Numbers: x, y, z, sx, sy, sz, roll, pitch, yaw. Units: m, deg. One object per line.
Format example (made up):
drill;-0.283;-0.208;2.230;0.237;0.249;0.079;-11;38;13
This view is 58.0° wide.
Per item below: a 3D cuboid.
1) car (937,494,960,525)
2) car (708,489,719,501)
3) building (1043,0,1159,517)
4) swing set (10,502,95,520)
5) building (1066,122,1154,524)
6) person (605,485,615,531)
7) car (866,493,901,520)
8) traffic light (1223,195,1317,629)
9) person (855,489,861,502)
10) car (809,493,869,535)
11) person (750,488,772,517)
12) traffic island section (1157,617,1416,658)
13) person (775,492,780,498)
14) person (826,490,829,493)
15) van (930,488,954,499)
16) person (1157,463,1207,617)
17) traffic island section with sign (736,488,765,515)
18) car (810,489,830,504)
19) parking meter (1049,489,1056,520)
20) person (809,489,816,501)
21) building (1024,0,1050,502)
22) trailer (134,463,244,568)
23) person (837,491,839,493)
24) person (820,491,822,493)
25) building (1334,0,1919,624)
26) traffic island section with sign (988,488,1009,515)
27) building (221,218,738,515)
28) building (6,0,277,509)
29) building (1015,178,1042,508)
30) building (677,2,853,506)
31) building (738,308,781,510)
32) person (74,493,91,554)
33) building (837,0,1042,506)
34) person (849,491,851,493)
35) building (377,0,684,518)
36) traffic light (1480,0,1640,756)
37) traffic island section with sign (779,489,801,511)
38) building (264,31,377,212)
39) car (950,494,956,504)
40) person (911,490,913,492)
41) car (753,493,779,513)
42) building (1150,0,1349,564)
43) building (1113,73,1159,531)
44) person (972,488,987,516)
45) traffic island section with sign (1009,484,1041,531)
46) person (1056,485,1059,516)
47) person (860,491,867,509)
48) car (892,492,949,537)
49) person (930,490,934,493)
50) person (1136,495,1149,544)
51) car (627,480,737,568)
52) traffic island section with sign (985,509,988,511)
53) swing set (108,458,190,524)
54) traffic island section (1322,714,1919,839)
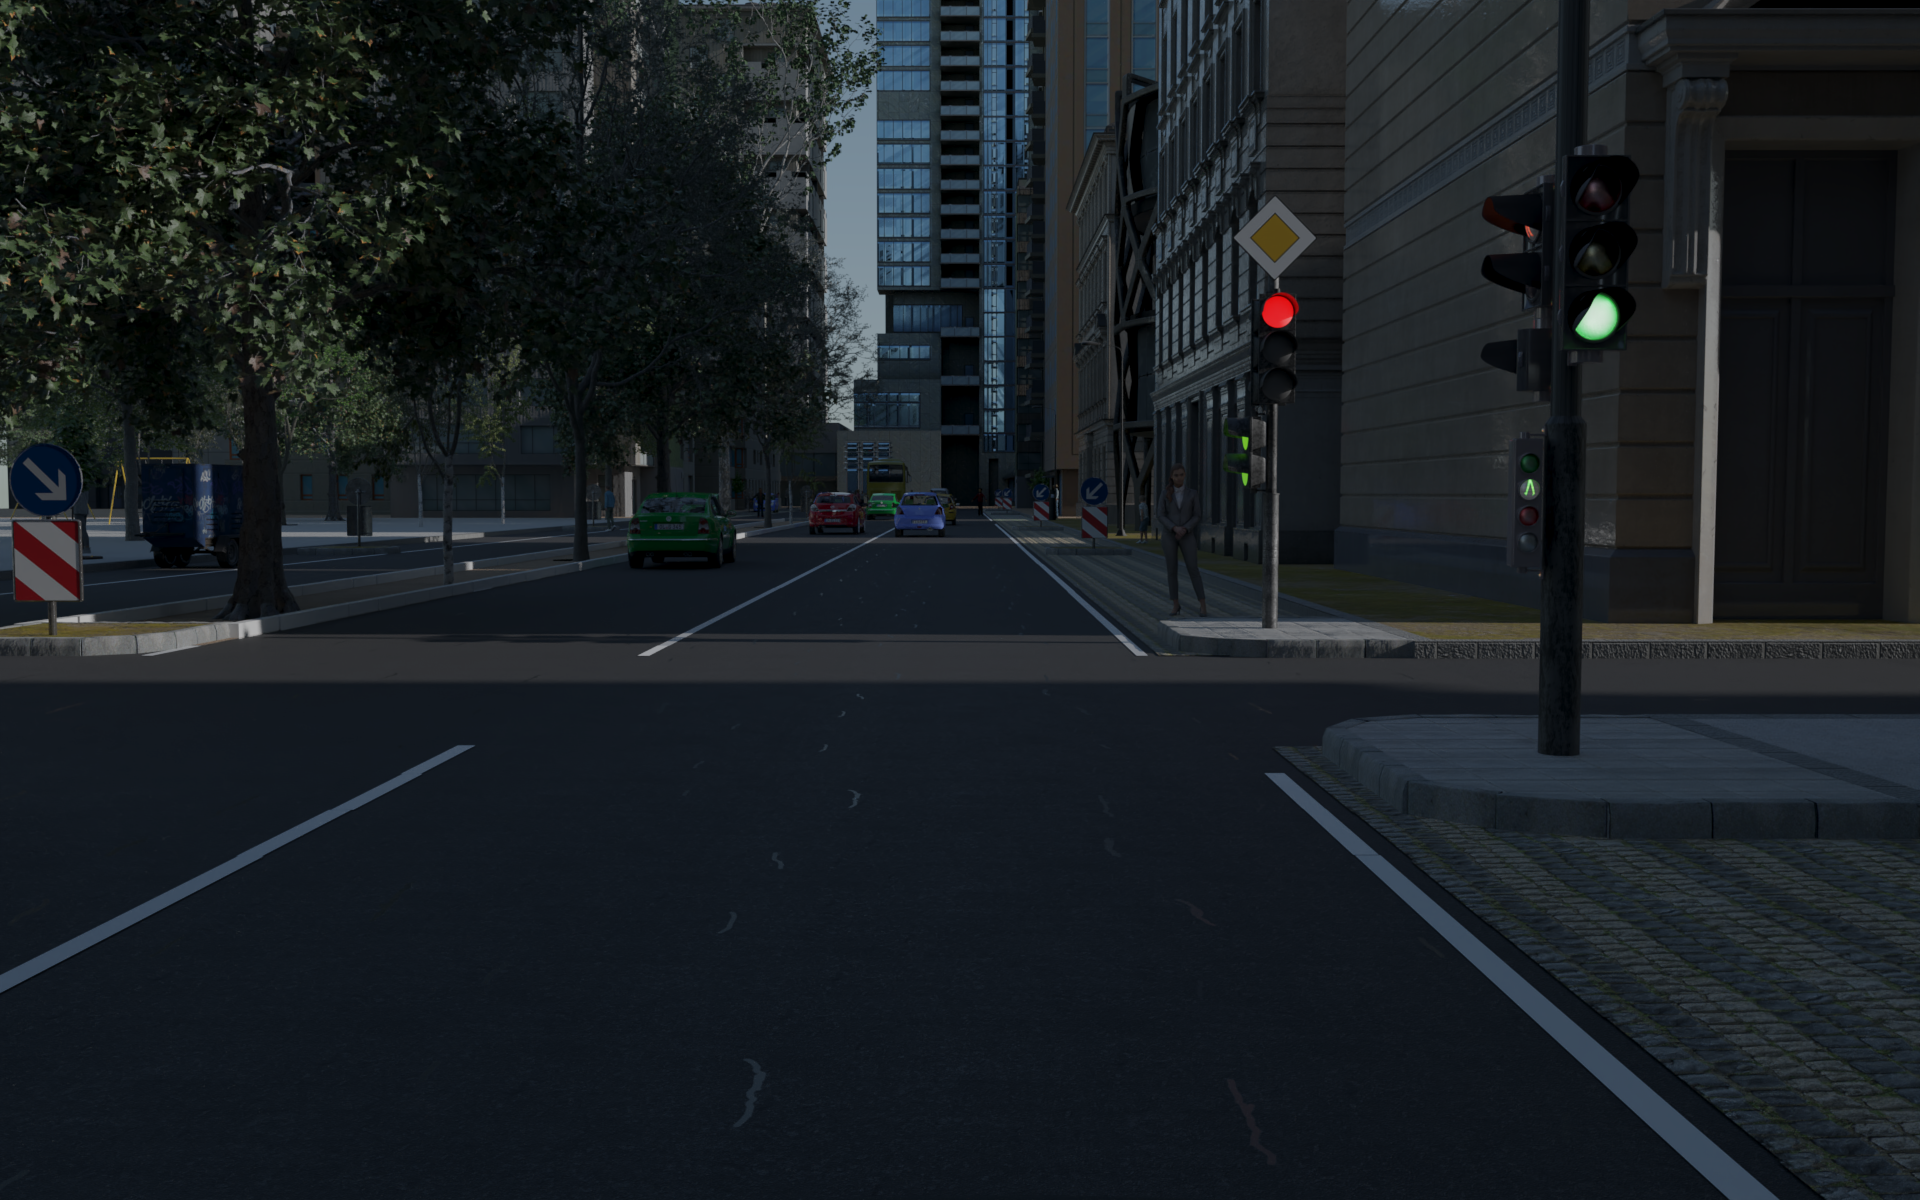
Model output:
car;-1.019;-4.315;80.768;2.015;1.641;3.980;0;4;0
car;-11.329;-4.158;76.787;1.959;1.807;4.718;0;4;0
building;13.435;-28.569;117.218;14.600;45.320;14.200;0;3;0
swing set;-45.431;-5.456;86.827;2.862;2.851;3.119;0;4;-1
building;10.824;-13.287;81.874;10.561;19.102;19.286;0;3;0
person;-13.503;-3.543;66.777;0.444;1.785;0.601;3;4;38
car;-4.197;-5.355;96.347;1.959;1.807;4.718;0;4;2
traffic light;2.946;-1.685;16.466;0.839;4.253;0.868;0;3;0
person;-6.388;-6.169;110.089;0.721;1.743;1.217;0;4;2
car;-4.426;-3.289;62.817;2.155;1.783;4.494;0;4;1
person;-12.330;-6.027;107.071;1.348;1.821;0.705;-1;4;-18
traffic island section;2.986;0.349;16.579;2.009;0.180;2.903;0;3;0
person;-16.858;-9.132;158.587;0.697;1.427;0.421;0;4;2
person;-10.204;-7.558;133.010;0.756;1.711;0.436;-3;5;-39
van;-1.475;-7.293;126.251;2.013;2.044;4.112;0;4;2
person;2.595;-0.699;20.209;0.520;1.790;0.573;-1;4;-11
traffic island section with sign;-14.509;-6.766;119.254;1.989;1.847;2.006;0;3;0
car;-5.591;-4.029;75.459;1.945;1.707;3.694;0;4;0
parking meter;4.532;-4.687;85.039;0.372;1.533;0.369;0;3;0
person;-11.054;-7.434;130.137;0.705;1.812;1.348;2;4;32
building;16.478;-29.609;138.725;22.147;44.769;28.867;0;3;0
trailer;-14.774;-1.591;33.054;1.471;1.999;3.904;0;4;1
person;-11.659;-9.529;165.001;1.217;1.736;0.721;2;4;30
person;-11.888;-8.458;147.732;0.436;1.711;0.756;2;4;28
building;16.154;-14.470;22.482;20.117;28.700;13.634;0;3;0
traffic island section with sign;3.101;-6.722;118.531;1.989;1.847;2.006;0;3;0
building;-31.475;-16.859;120.691;27.650;21.520;28.899;0;3;0
building;-71.588;-43.959;156.985;20.611;71.187;20.563;0;3;0
building;12.097;-23.787;160.613;14.160;30.474;14.107;0;3;0
building;-26.222;-36.654;188.537;27.495;52.752;28.713;0;3;0
building;-31.832;-18.882;153.762;28.899;21.520;27.650;0;3;0
person;-19.049;-1.906;37.389;0.526;1.800;0.537;0;4;7
building;3.022;-53.342;184.811;31.000;86.520;22.319;0;3;0
person;-9.597;-8.680;151.350;0.756;1.711;0.436;0;3;0
building;-24.053;-25.384;98.629;14.154;41.232;14.086;0;3;0
traffic light;0.845;-2.060;8.341;4.771;5.953;1.251;0;3;0
traffic island section with sign;-14.486;-8.431;146.468;1.989;1.847;2.006;0;3;0
building;-54.180;-31.216;160.491;14.200;45.320;14.600;0;3;0
car;-1.331;-9.407;164.022;2.015;1.641;3.980;0;4;0
person;-4.519;-9.379;161.815;1.348;1.831;0.705;1;4;16
car;-14.743;-7.467;131.671;1.945;1.707;3.694;0;4;-1
building;10.130;-11.662;39.818;9.793;20.994;18.267;0;3;0
building;13.994;-11.986;63.431;16.820;18.784;16.811;0;3;0
person;1.306;-6.375;112.692;1.348;1.831;0.705;3;5;43
traffic island section with sign;3.054;-3.639;68.133;1.989;1.847;2.006;0;3;0
person;5.149;-5.360;93.760;0.705;1.814;1.350;0;4;-6
person;-9.012;-9.171;159.232;1.217;1.735;0.721;0;4;4
car;-1.344;-3.016;58.908;1.945;1.707;3.694;0;4;0
person;-1.867;-6.501;115.595;0.445;1.727;0.742;1;4;16
person;4.729;-2.084;44.806;0.332;1.250;0.352;-1;4;-21
car;-5.549;-1.596;34.890;1.959;1.807;4.718;0;4;-1
traffic island section with sign;3.129;-8.371;145.486;1.989;1.847;2.006;0;3;0
swing set;-34.896;-4.719;74.772;3.119;2.851;2.862;0;4;-6
traffic island section;2.977;0.837;8.594;2.009;0.180;2.903;0;3;0
